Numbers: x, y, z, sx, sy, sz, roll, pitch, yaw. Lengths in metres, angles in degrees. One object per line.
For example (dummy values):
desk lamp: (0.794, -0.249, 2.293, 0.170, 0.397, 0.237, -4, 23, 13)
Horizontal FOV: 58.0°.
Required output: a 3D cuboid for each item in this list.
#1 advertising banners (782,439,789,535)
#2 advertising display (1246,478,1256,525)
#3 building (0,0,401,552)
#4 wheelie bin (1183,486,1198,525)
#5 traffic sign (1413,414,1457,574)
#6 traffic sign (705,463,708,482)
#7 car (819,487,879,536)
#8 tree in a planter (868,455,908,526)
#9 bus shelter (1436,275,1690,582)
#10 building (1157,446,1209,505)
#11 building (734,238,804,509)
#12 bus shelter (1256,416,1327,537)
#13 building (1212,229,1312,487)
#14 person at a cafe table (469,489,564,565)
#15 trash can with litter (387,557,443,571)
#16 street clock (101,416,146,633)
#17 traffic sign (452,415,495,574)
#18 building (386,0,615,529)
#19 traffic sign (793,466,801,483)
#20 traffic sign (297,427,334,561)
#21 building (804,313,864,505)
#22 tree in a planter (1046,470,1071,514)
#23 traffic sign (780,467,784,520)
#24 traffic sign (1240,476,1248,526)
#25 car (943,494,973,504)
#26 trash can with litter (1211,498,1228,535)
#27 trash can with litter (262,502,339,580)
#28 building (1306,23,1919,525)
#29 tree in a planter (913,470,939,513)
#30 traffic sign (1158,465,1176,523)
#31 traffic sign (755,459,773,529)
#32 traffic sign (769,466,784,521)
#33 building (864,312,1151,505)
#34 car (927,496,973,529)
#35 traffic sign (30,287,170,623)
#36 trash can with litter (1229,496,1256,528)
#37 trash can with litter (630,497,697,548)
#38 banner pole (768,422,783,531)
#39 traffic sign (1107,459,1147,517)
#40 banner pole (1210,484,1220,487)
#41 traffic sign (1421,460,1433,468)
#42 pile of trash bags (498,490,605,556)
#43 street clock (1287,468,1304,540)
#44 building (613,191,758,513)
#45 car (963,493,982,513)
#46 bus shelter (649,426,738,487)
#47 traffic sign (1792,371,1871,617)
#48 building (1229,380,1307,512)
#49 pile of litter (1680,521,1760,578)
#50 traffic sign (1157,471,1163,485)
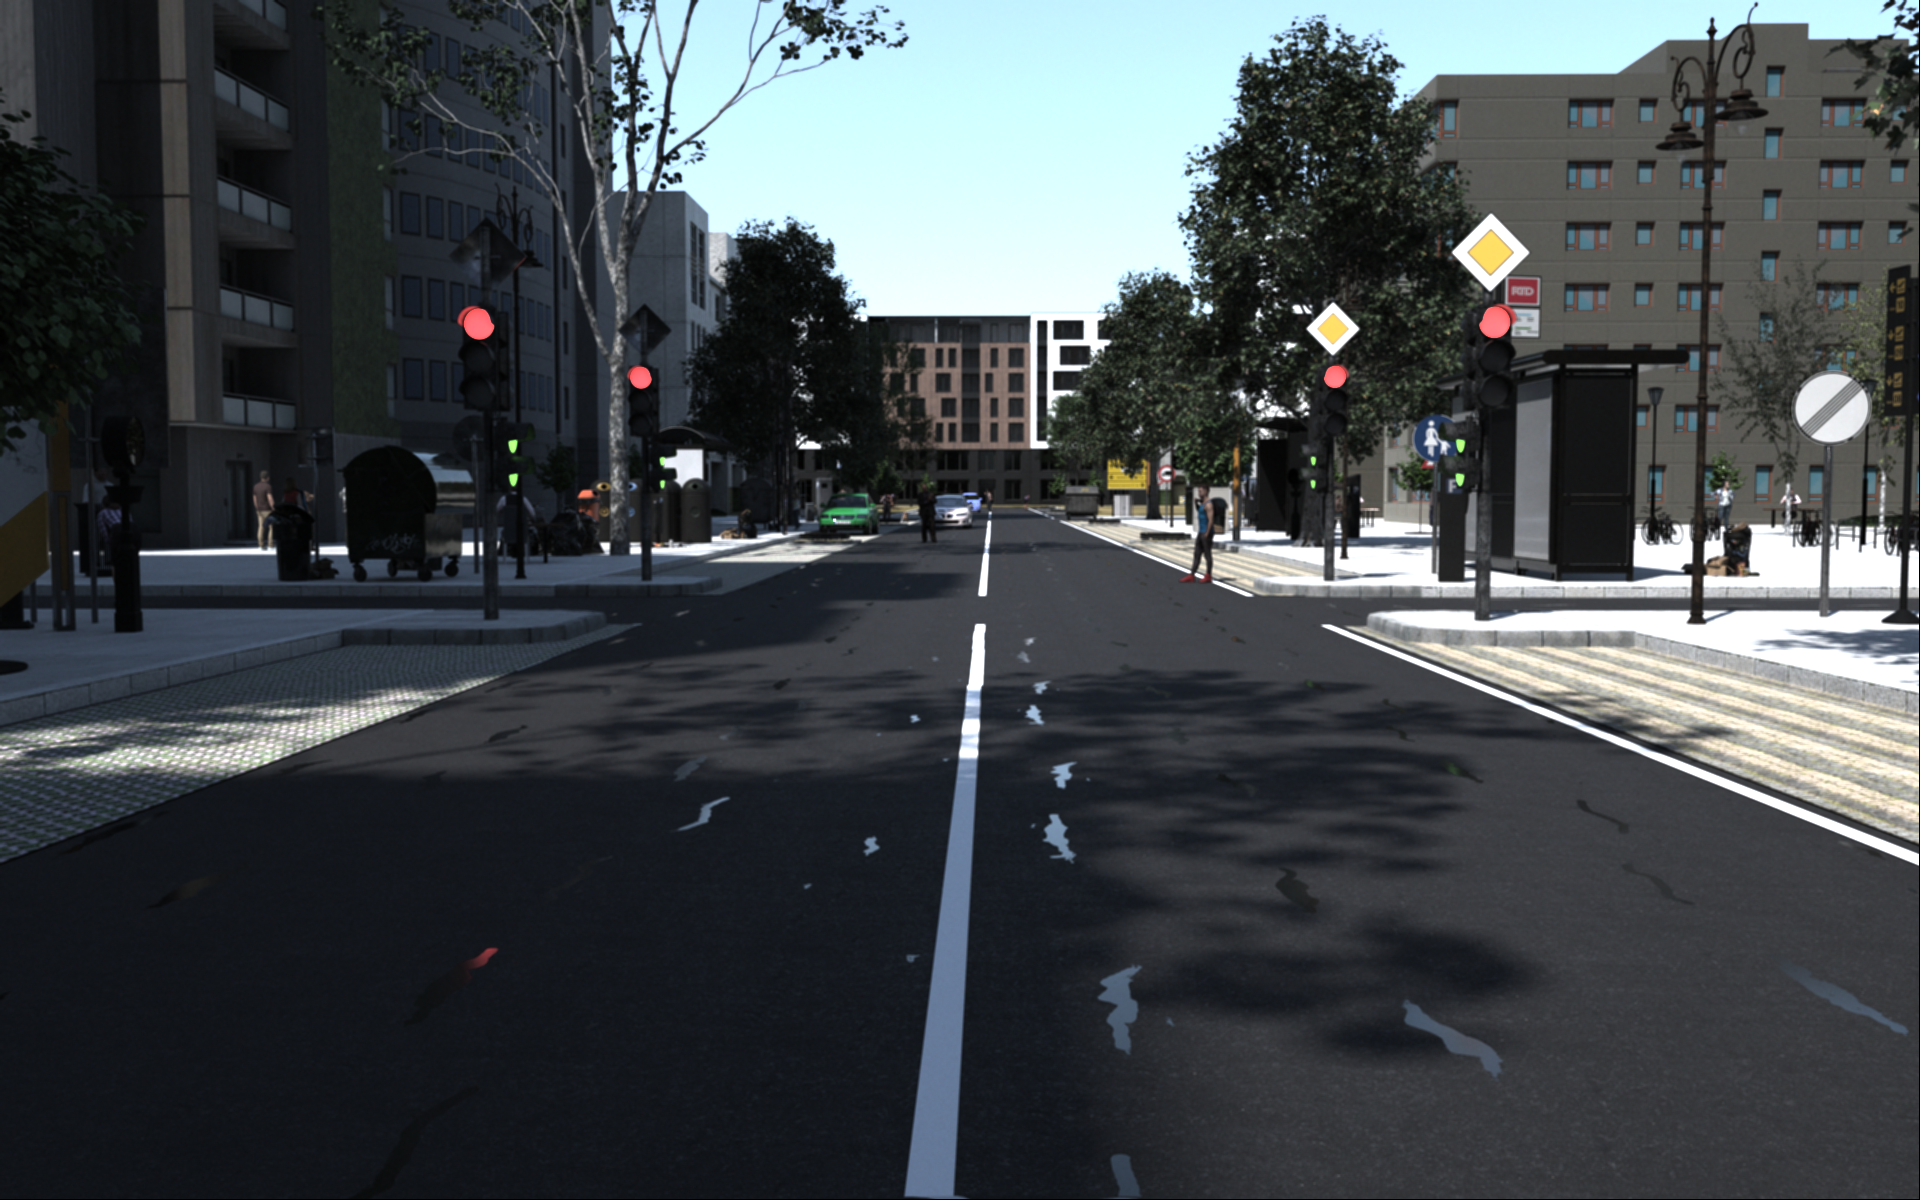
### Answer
advertising banners: (-5.521, -3.589, 54.864, 0.090, 3.025, 2.074, 0, 4, -1)
advertising display: (11.669, -3.915, 69.220, 0.123, 1.923, 0.974, 2, 4, 32)
building: (-23.382, -21.953, 42.530, 14.154, 41.232, 14.086, 0, 4, 1)
wheelie bin: (9.675, -3.897, 71.632, 0.980, 1.594, 0.693, 1, 4, 15)
traffic sign: (7.642, -1.696, 27.830, 0.768, 2.556, 0.104, 0, 4, 4)
traffic sign: (-8.698, -3.406, 57.821, 0.606, 2.300, 0.079, 0, 4, 6)
car: (-3.866, -3.178, 60.750, 1.959, 1.807, 4.718, 0, 4, 3)
tree in a planter: (-3.374, -4.978, 78.604, 1.991, 3.239, 1.994, 0, 4, 1)
bus shelter: (9.573, -3.167, 29.407, 2.179, 5.291, 8.768, 0, 4, 1)
building: (38.065, -20.617, 203.547, 31.486, 18.905, 16.747, 0, 4, 1)
building: (-31.835, -18.873, 152.545, 32.646, 21.610, 27.936, 0, 4, 1)
bus shelter: (10.436, -3.919, 55.355, 1.731, 3.624, 6.357, 0, 4, 1)
building: (35.343, -18.654, 148.962, 27.936, 21.610, 32.646, 0, 4, 1)
person at a cafe table: (-8.205, -1.439, 32.048, 1.698, 1.524, 1.622, -1, 4, -13)
trash can with litter: (-9.164, -1.084, 29.107, 1.055, 1.170, 0.624, 1, 4, 22)
street clock: (-7.743, -0.704, 16.076, 0.358, 2.002, 0.471, 0, 4, -6)
traffic sign: (-7.803, -1.700, 27.896, 0.768, 2.556, 0.104, 0, 4, 6)
building: (-27.913, -32.366, 71.184, 21.231, 58.520, 28.212, 0, 4, 1)
traffic sign: (-7.625, -4.818, 78.873, 0.768, 2.556, 0.104, 0, 4, 6)
traffic sign: (-9.855, -1.491, 26.508, 0.606, 2.300, 0.079, 1, 4, 10)
building: (-26.558, -22.393, 210.105, 32.646, 21.610, 27.936, 0, 4, 1)
tree in a planter: (7.338, -7.974, 127.591, 1.991, 3.239, 1.994, 0, 4, 1)
traffic sign: (-8.077, -4.772, 78.130, 0.768, 2.556, 0.104, 0, 4, 3)
traffic sign: (11.080, -4.167, 68.244, 0.768, 2.556, 0.104, 0, 4, 6)
car: (-0.336, -5.042, 92.219, 2.009, 1.686, 4.222, 0, 4, 0)
trash can with litter: (8.284, -2.680, 55.212, 0.624, 1.170, 1.055, 0, 4, 4)
trash can with litter: (-9.825, -0.885, 25.857, 0.624, 1.170, 1.055, 1, 4, 19)
building: (33.691, -14.727, 85.818, 27.650, 21.520, 28.899, 0, 4, 1)
tree in a planter: (-2.458, -8.010, 128.189, 1.991, 3.239, 1.994, 0, 4, 1)
traffic sign: (9.014, -4.613, 75.528, 0.768, 2.556, 0.104, 0, 4, 7)
traffic sign: (-7.132, -3.865, 63.297, 0.768, 2.556, 0.104, 0, 4, 7)
traffic sign: (-8.261, -4.730, 77.445, 0.768, 2.556, 0.104, 0, 4, 4)
building: (6.068, -22.308, 208.705, 32.646, 21.610, 27.936, 0, 4, 1)
car: (-0.469, -3.677, 72.481, 2.083, 1.381, 4.827, 0, 4, 2)
traffic sign: (-8.931, -1.425, 17.175, 2.265, 3.308, 0.079, 0, 4, 6)
trash can with litter: (10.785, -3.407, 66.760, 2.233, 1.210, 1.678, -2, 4, -26)
trash can with litter: (-7.200, -1.895, 42.034, 1.678, 1.210, 2.233, 0, 4, -7)
banner pole: (-6.359, -4.288, 60.126, 0.401, 3.779, 0.863, -2, 4, -35)
traffic sign: (9.385, -6.328, 97.334, 2.265, 3.308, 0.079, 1, 4, 10)
banner pole: (11.178, -5.258, 75.987, 0.863, 3.779, 0.401, -2, 4, -34)
traffic sign: (10.001, -2.200, 35.967, 0.884, 2.594, 0.081, 0, 4, 3)
pile of trash bags: (-8.532, -1.682, 37.245, 1.912, 1.369, 3.447, 1, 4, 10)
street clock: (9.351, -2.671, 48.233, 0.358, 2.002, 0.471, -2, 4, -32)
building: (-24.059, -15.330, 117.098, 16.747, 18.905, 31.486, 0, 4, 1)
car: (0.763, -7.634, 134.400, 1.945, 1.707, 3.694, 0, 4, 1)
bus shelter: (-8.369, -3.700, 54.418, 2.014, 3.302, 5.546, 0, 4, 1)
traffic sign: (9.017, -1.095, 18.001, 0.768, 2.556, 0.104, 1, 4, 9)
building: (24.791, -10.812, 118.918, 9.099, 9.664, 28.070, 0, 4, 1)
pile of litter: (12.081, -0.828, 27.495, 1.176, 0.858, 1.719, 2, 4, 29)
traffic sign: (10.947, -5.859, 95.898, 0.768, 2.556, 0.104, 0, 4, 6)
